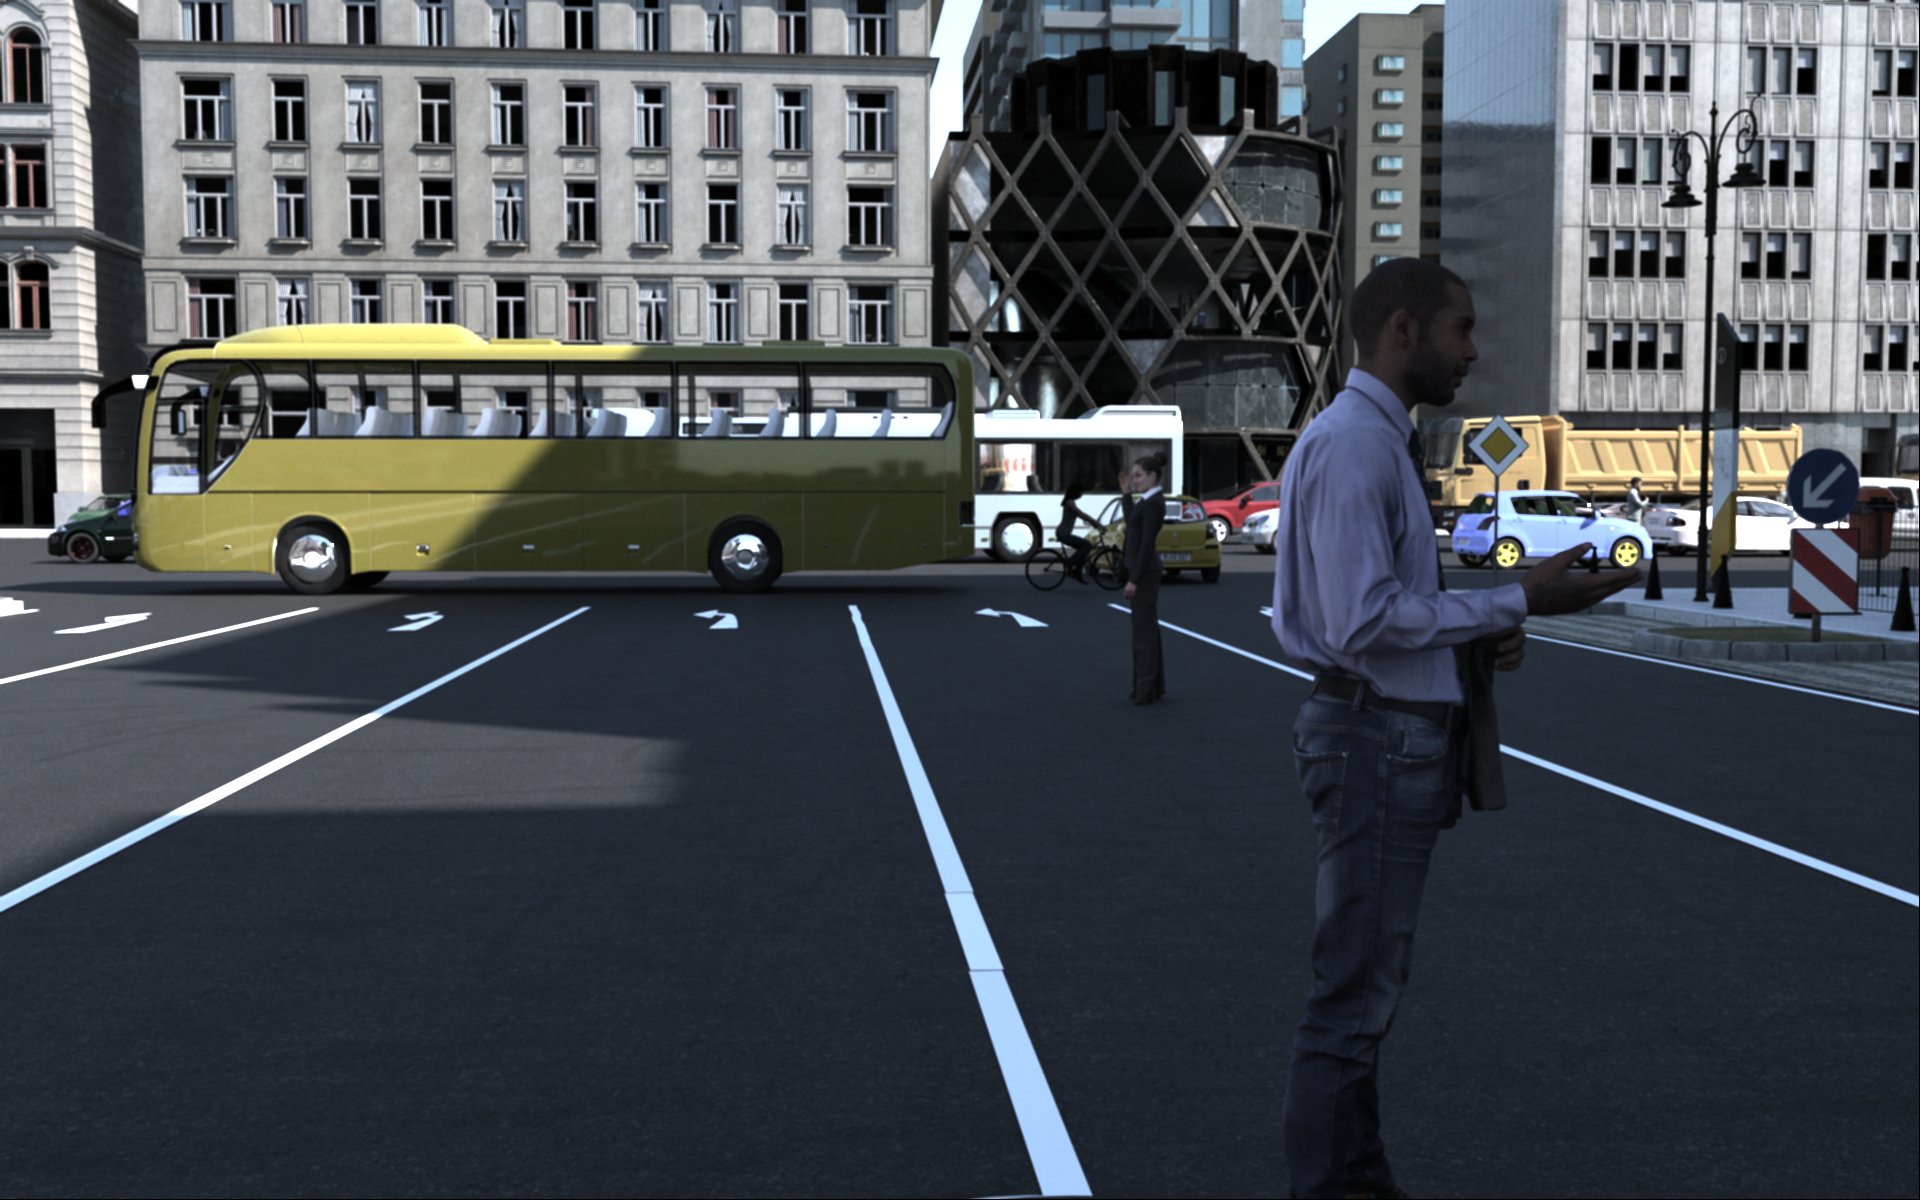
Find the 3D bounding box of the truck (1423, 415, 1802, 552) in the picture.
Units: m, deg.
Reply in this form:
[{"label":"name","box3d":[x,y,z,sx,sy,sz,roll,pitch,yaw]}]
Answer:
[{"label":"truck","box3d":[15.827,-2.920,43.660,9.791,3.379,3.469,0,4,-3]}]

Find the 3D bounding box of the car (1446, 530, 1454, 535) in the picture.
[{"label":"car","box3d":[18.229,-3.006,57.947,4.718,1.807,1.959,0,4,-6]}]

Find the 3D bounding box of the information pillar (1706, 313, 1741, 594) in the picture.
[{"label":"information pillar","box3d":[9.827,-1.889,22.243,0.183,3.616,0.504,0,4,-5]}]

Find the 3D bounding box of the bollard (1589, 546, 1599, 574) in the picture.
[{"label":"bollard","box3d":[8.314,-0.407,22.701,0.229,0.601,0.229,0,3,0]}]

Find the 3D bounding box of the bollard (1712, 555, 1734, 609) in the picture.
[{"label":"bollard","box3d":[8.591,-0.210,19.481,0.229,0.601,0.229,0,3,0]}]

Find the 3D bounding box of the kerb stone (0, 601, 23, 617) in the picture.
[{"label":"kerb stone","box3d":[-11.282,0.122,20.317,0.120,0.150,1.000,0,4,-5]}]

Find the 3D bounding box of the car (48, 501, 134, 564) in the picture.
[{"label":"car","box3d":[-16.826,-1.626,36.366,4.222,1.686,2.009,0,4,-3]}]

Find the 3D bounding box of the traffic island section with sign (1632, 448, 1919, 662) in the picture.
[{"label":"traffic island section with sign","box3d":[7.257,-0.431,15.671,1.989,1.847,2.006,0,4,-5]}]

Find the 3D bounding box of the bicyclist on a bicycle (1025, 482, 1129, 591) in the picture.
[{"label":"bicyclist on a bicycle","box3d":[1.772,-0.958,25.686,1.625,1.676,1.499,0,4,-4]}]

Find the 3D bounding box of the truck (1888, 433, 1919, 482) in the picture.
[{"label":"truck","box3d":[33.677,-3.580,54.454,9.791,3.379,3.469,0,4,-6]}]

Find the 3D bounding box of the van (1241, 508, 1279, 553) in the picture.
[{"label":"van","box3d":[8.826,-2.116,41.615,4.112,2.044,2.013,0,4,-7]}]

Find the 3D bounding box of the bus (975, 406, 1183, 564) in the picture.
[{"label":"bus","box3d":[-2.108,-2.540,36.382,13.247,3.499,2.948,0,4,-6]}]

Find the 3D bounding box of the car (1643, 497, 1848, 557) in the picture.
[{"label":"car","box3d":[18.325,-1.701,40.169,4.827,1.381,2.083,0,4,-5]}]

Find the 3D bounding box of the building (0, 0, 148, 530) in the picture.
[{"label":"building","box3d":[-43.184,-17.100,66.973,23.554,28.519,14.401,0,4,-5]}]

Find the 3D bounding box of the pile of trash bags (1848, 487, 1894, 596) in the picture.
[{"label":"pile of trash bags","box3d":[12.979,-0.743,21.896,3.447,1.369,1.912,0,4,4]}]

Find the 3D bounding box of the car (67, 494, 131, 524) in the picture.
[{"label":"car","box3d":[-24.413,-2.375,50.628,2.131,1.459,4.920,0,4,-5]}]

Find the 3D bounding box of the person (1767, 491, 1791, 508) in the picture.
[{"label":"person","box3d":[22.253,-2.362,47.234,0.709,1.813,0.853,0,4,2]}]

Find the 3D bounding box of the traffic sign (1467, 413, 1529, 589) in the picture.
[{"label":"traffic sign","box3d":[6.711,-1.103,21.683,0.795,2.450,0.064,0,4,-5]}]

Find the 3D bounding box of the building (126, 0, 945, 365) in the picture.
[{"label":"building","box3d":[-15.854,-14.524,70.750,30.059,22.955,16.112,0,4,-5]}]

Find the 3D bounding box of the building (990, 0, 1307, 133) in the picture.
[{"label":"building","box3d":[14.298,-31.822,139.896,23.786,49.044,30.456,0,4,-5]}]

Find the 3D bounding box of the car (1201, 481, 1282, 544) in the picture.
[{"label":"car","box3d":[8.774,-2.520,49.880,5.304,1.827,2.281,0,4,-4]}]

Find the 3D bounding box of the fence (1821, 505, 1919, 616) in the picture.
[{"label":"fence","box3d":[9.466,-0.378,17.378,0.480,1.192,2.264,0,4,-7]}]

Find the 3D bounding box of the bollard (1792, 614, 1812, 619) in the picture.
[{"label":"bollard","box3d":[8.726,-0.112,17.874,0.229,0.601,0.229,0,3,0]}]

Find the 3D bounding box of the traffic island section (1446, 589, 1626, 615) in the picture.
[{"label":"traffic island section","box3d":[6.734,0.032,21.762,2.009,0.180,2.903,0,4,-5]}]

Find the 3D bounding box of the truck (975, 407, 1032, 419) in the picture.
[{"label":"truck","box3d":[-3.368,-4.148,56.734,11.283,4.237,2.839,0,4,-6]}]

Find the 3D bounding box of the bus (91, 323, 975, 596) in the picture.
[{"label":"bus","box3d":[-5.952,-2.087,25.671,12.252,3.916,2.896,0,4,-3]}]

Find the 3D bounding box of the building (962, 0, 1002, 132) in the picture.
[{"label":"building","box3d":[11.736,-33.154,165.767,21.300,48.544,21.600,0,4,-5]}]

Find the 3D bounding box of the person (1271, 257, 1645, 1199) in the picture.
[{"label":"person","box3d":[0.851,0.327,3.022,0.599,1.838,0.709,1,4,14]}]

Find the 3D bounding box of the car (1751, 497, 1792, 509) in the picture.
[{"label":"car","box3d":[23.899,-2.552,53.524,4.920,1.459,2.131,0,4,-5]}]

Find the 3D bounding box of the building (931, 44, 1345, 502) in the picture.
[{"label":"building","box3d":[7.408,-12.627,73.897,16.811,18.784,16.820,0,4,-5]}]

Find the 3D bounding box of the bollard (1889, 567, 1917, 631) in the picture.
[{"label":"bollard","box3d":[8.864,-0.013,16.260,0.229,0.601,0.229,0,3,0]}]

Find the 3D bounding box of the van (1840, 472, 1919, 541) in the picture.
[{"label":"van","box3d":[23.944,-2.257,43.907,4.112,2.044,2.013,0,4,-6]}]

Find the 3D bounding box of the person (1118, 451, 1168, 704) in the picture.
[{"label":"person","box3d":[1.202,-0.172,12.109,0.445,1.727,0.742,-2,4,-28]}]

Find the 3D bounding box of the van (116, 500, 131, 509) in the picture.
[{"label":"van","box3d":[-18.475,-2.387,43.407,5.245,2.365,2.240,0,4,-6]}]

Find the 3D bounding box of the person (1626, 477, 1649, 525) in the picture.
[{"label":"person","box3d":[14.804,-1.784,37.856,0.466,1.800,0.511,1,4,12]}]

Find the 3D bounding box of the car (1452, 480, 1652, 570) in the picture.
[{"label":"car","box3d":[11.500,-1.468,33.593,3.694,1.707,1.945,0,4,-7]}]

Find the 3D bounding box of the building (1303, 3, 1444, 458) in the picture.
[{"label":"building","box3d":[45.845,-33.403,169.847,21.600,48.544,21.300,0,4,-5]}]

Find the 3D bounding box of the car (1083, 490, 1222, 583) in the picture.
[{"label":"car","box3d":[3.184,-1.172,29.386,2.015,1.641,3.980,0,4,-6]}]

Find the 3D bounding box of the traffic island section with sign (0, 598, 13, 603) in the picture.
[{"label":"traffic island section with sign","box3d":[-12.341,-0.748,20.365,2.006,1.907,1.989,0,4,-5]}]

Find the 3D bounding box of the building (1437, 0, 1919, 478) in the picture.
[{"label":"building","box3d":[32.089,-15.597,73.035,19.932,24.808,12.078,0,4,-5]}]

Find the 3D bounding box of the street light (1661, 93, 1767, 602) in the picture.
[{"label":"street light","box3d":[8.862,-2.920,20.532,0.468,5.910,1.993,0,4,-5]}]

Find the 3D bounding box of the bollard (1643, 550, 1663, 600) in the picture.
[{"label":"bollard","box3d":[8.451,-0.309,21.087,0.229,0.601,0.229,0,3,0]}]
